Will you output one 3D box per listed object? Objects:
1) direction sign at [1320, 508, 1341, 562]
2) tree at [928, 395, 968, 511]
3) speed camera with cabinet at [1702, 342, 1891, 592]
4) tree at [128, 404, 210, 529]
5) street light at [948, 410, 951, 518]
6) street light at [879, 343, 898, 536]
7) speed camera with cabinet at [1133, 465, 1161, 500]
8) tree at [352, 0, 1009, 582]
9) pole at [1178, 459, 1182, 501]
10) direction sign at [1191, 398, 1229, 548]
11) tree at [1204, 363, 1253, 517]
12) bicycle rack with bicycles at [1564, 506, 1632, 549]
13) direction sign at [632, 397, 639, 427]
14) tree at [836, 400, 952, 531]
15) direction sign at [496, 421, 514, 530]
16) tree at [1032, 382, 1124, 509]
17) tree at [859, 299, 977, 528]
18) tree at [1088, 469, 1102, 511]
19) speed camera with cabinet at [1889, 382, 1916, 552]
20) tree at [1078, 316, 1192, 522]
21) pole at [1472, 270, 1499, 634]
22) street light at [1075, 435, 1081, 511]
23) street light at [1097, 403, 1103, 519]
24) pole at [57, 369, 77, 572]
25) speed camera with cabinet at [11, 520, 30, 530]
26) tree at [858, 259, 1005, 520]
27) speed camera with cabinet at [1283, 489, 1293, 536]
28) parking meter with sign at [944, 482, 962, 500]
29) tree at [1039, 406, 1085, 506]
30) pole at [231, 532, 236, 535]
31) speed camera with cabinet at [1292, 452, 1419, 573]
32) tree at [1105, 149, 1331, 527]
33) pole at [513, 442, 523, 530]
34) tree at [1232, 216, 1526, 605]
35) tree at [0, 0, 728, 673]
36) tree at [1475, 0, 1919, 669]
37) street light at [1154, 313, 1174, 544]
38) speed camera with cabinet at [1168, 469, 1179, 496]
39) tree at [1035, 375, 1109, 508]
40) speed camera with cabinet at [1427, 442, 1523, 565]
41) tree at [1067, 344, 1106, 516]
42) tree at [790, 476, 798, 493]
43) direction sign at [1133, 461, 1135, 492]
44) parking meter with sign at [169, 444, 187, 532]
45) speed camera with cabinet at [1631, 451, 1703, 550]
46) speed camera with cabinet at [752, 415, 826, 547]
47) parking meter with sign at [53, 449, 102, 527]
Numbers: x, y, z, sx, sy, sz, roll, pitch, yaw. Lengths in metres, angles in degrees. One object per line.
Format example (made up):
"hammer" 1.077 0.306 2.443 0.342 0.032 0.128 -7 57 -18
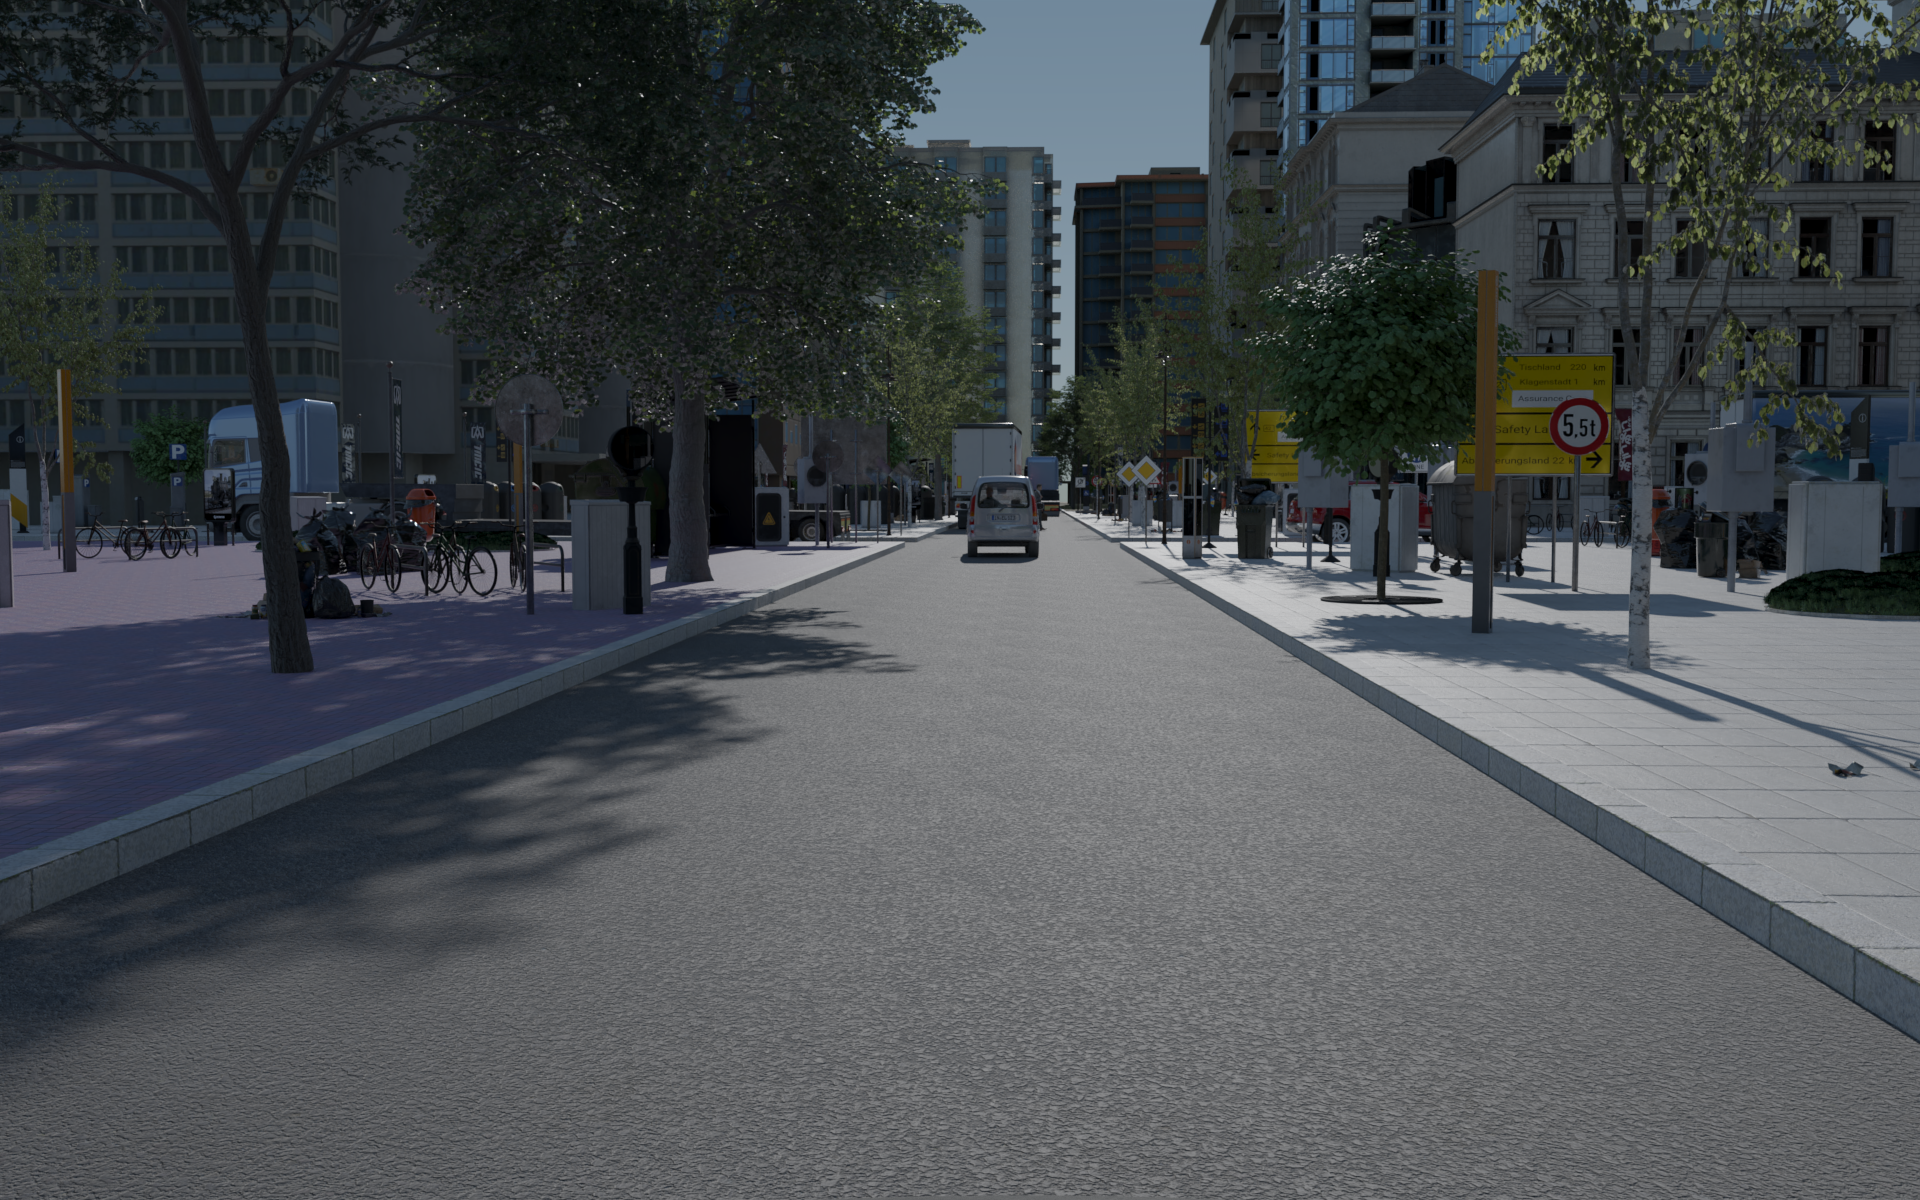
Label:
"direction sign" 6.987 -2.481 32.564 0.876 3.537 0.379 -3 5 -45
"tree" -0.266 -10.828 127.403 4.737 8.622 4.395 0 3 0
"speed camera with cabinet" 10.963 -1.739 22.766 2.038 3.252 0.660 0 4 3
"tree" -28.551 -4.842 62.884 4.285 4.588 4.351 0 3 0
"street light" -0.585 -7.342 92.823 0.468 5.910 1.993 0 4 2
"street light" -2.191 -4.925 53.311 0.468 5.910 1.993 0 4 2
"speed camera with cabinet" 12.581 -7.471 116.483 2.038 3.252 0.660 1 4 23
"tree" -3.958 -7.253 25.239 9.857 13.997 8.962 0 3 0
"pole" 12.776 -6.521 100.454 0.158 3.312 0.155 0 3 0
"direction sign" 5.907 -2.997 40.992 0.876 3.537 0.379 0 4 7
"tree" 15.280 -8.966 96.950 4.360 8.622 3.978 0 3 0
"bicycle rack with bicycles" 16.272 -1.710 41.335 2.852 0.926 2.925 0 4 8
"direction sign" -6.772 -2.822 38.136 0.876 3.537 0.379 0 4 2
"tree" -3.203 -4.675 60.153 4.285 4.588 4.351 0 3 0
"direction sign" -10.959 -3.066 42.126 0.876 3.537 0.379 2 4 34
"tree" 9.654 -12.834 144.249 8.767 10.594 7.601 -2 4 -34
"tree" -1.687 -7.068 65.927 4.360 8.622 3.978 0 3 0
"tree" 10.116 -8.402 131.971 1.663 3.219 1.824 0 3 0
"speed camera with cabinet" 17.505 -2.211 30.481 2.038 3.252 0.660 2 4 29
"tree" 7.593 -7.474 72.562 4.360 8.622 3.978 0 3 0
"pole" 4.828 -1.350 15.917 0.158 3.312 0.155 0 3 0
"street light" 8.672 -9.432 126.997 0.468 5.910 1.993 0 4 2
"street light" 7.041 -7.032 87.759 0.468 5.910 1.993 0 4 2
"pole" -14.653 -2.114 28.414 0.158 3.312 0.155 0 3 0
"speed camera with cabinet" -34.043 -4.083 61.087 2.038 3.252 0.660 -1 4 -22
"tree" -1.456 -10.166 84.339 7.486 12.596 7.792 0 3 0
"speed camera with cabinet" 10.947 -3.585 52.947 2.038 3.252 0.660 1 4 20
"parking meter with sign" -0.681 -7.017 110.989 1.738 3.016 0.543 1 4 13
"tree" 11.994 -15.844 184.807 9.928 11.665 9.643 0 3 0
"pole" -22.883 -3.707 54.456 0.158 3.312 0.155 0 3 0
"speed camera with cabinet" 6.674 -2.122 29.037 0.660 3.252 2.038 -3 5 -43
"tree" 6.099 -5.325 37.427 4.737 8.622 4.395 0 3 0
"pole" -10.524 -2.900 41.255 0.158 3.312 0.155 0 3 0
"tree" 4.968 -2.257 20.621 4.285 4.588 4.351 0 3 0
"tree" -5.096 -4.771 12.416 7.601 10.594 8.767 3 4 36
"tree" 5.111 -3.787 12.287 4.360 8.622 3.978 0 3 0
"street light" 5.242 -4.372 44.263 0.468 5.910 1.993 0 4 2
"speed camera with cabinet" 14.392 -7.770 121.370 2.038 3.252 0.660 2 4 28
"tree" 11.104 -15.080 164.680 7.486 12.596 7.792 0 3 0
"speed camera with cabinet" 9.533 -2.307 32.062 0.660 3.252 2.038 -2 4 -24
"tree" 6.810 -7.088 66.248 4.737 8.622 4.395 0 3 0
"tree" -10.869 -7.554 118.115 1.663 3.219 1.824 0 3 0
"direction sign" 10.749 -7.015 106.684 0.379 3.537 0.876 1 4 17
"parking meter with sign" -26.890 -3.868 59.505 0.543 3.016 1.738 -1 4 -21
"speed camera with cabinet" 15.729 -2.665 37.903 0.660 3.252 2.038 -2 4 -28
"speed camera with cabinet" -4.255 -2.955 42.657 2.038 3.252 0.660 -2 4 -24
"parking meter with sign" -33.991 -4.316 66.819 1.738 3.016 0.543 1 4 13
